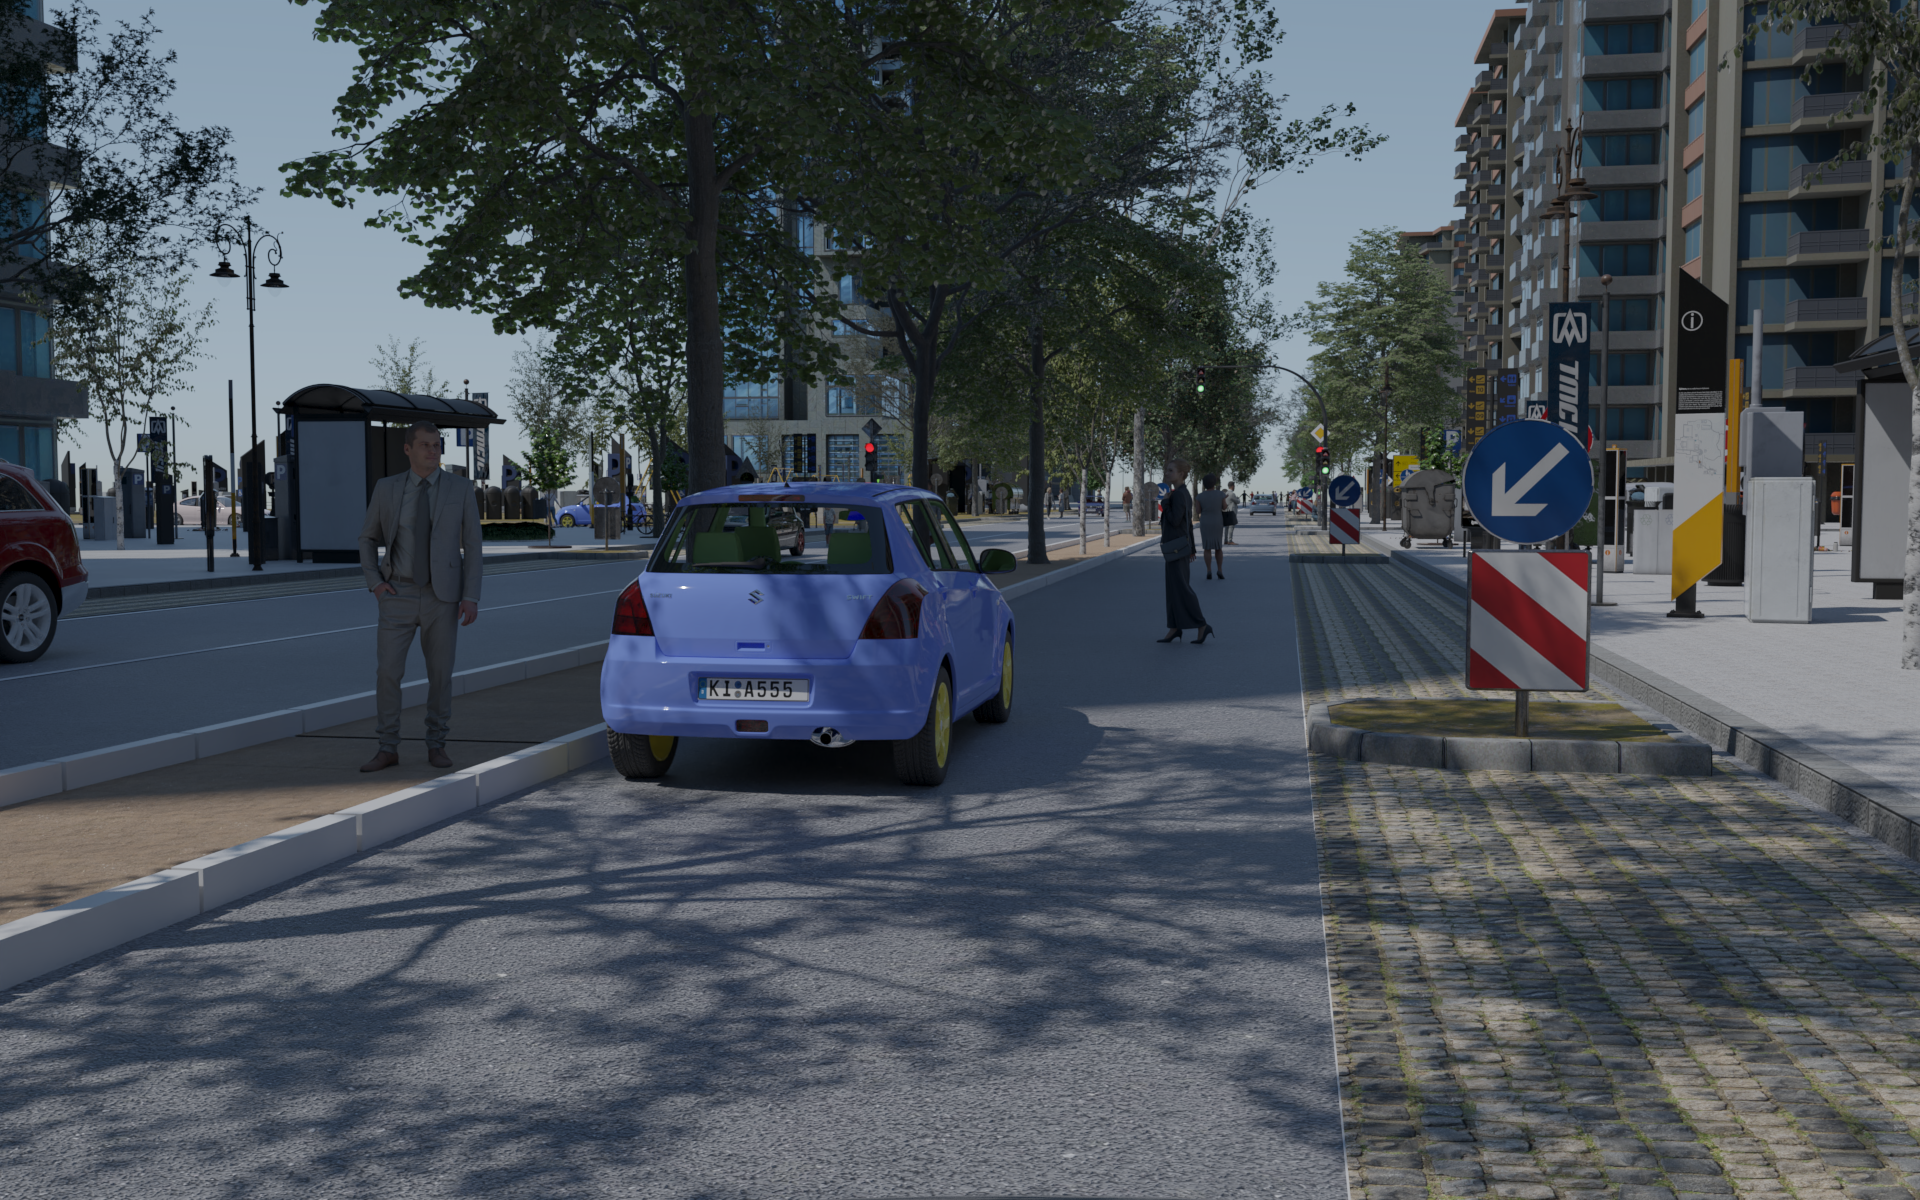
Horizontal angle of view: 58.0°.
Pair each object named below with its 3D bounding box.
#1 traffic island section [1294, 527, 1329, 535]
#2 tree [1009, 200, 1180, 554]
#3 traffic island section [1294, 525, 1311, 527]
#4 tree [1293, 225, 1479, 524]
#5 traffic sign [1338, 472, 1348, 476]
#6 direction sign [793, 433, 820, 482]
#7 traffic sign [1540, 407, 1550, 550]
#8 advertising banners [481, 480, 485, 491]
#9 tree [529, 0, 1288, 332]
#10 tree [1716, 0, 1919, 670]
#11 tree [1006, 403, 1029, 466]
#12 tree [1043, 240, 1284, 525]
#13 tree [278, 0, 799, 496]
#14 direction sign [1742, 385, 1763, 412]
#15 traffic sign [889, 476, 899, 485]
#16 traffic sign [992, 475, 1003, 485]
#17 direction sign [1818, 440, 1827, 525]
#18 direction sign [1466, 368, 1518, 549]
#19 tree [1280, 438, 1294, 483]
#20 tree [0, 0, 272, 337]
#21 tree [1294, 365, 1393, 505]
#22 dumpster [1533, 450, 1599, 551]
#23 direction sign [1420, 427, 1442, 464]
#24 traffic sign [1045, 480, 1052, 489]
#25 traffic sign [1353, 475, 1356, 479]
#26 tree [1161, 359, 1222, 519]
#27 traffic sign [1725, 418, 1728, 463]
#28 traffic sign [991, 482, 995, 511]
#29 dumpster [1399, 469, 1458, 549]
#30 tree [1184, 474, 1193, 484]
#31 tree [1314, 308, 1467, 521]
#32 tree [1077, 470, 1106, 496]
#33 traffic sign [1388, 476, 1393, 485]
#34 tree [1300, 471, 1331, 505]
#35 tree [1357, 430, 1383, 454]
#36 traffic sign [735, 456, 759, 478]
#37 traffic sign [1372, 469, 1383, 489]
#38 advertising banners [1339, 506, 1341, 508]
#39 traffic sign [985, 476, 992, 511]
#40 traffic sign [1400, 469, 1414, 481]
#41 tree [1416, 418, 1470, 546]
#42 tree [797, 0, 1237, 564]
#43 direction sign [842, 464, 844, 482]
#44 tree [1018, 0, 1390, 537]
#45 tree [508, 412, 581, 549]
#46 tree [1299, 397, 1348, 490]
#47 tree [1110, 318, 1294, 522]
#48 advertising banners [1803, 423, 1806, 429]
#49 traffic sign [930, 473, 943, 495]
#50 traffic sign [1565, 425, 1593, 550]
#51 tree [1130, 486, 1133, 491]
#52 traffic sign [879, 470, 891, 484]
[{"bbox_3d":[12.835,-2.366,60.963,2.009,0.180,2.903,1,4,11],"label":"traffic island section"},{"bbox_3d":[2.904,-5.383,40.830,4.737,8.622,4.395,0,3,0],"label":"tree"},{"bbox_3d":[14.298,-2.846,68.813,2.009,0.180,2.903,1,4,11],"label":"traffic island section"},{"bbox_3d":[18.163,-9.509,73.594,7.486,12.596,7.792,0,3,0],"label":"tree"},{"bbox_3d":[21.790,-6.010,98.375,0.768,2.556,0.104,1,4,12],"label":"traffic sign"},{"bbox_3d":[-5.788,-4.445,64.668,0.876,3.537,0.379,1,4,10],"label":"direction sign"},{"bbox_3d":[8.404,-1.512,24.718,0.884,2.594,0.081,1,4,12],"label":"traffic sign"},{"bbox_3d":[-41.897,-9.440,150.527,0.090,3.025,2.074,2,4,30],"label":"advertising banners"},{"bbox_3d":[-0.571,-6.862,25.023,12.009,13.543,11.850,0,3,0],"label":"tree"},{"bbox_3d":[7.217,-3.792,12.357,4.360,8.622,3.978,0,3,0],"label":"tree"},{"bbox_3d":[8.429,-13.539,138.362,9.611,12.733,9.660,0,3,0],"label":"tree"},{"bbox_3d":[9.040,-9.522,75.147,9.611,12.733,9.660,0,3,0],"label":"tree"},{"bbox_3d":[-2.196,-5.745,14.516,7.486,12.596,7.792,0,3,0],"label":"tree"},{"bbox_3d":[16.633,-2.720,36.465,0.379,3.537,0.876,0,4,0],"label":"direction sign"},{"bbox_3d":[-3.661,-5.731,95.830,0.606,2.300,0.079,1,4,11],"label":"traffic sign"},{"bbox_3d":[2.431,-6.884,112.666,0.768,2.556,0.104,1,4,14],"label":"traffic sign"},{"bbox_3d":[36.239,-4.945,72.854,0.379,3.537,0.876,0,4,8],"label":"direction sign"},{"bbox_3d":[9.591,-2.403,31.292,0.876,3.537,0.379,1,4,19],"label":"direction sign"},{"bbox_3d":[57.336,-22.707,289.393,7.486,12.596,7.792,0,3,0],"label":"tree"},{"bbox_3d":[-13.504,-5.390,22.541,8.767,10.594,7.601,-2,4,-33],"label":"tree"},{"bbox_3d":[29.570,-12.654,132.646,9.928,11.665,9.643,0,3,0],"label":"tree"},{"bbox_3d":[11.409,-1.829,32.402,1.502,2.255,1.985,1,4,10],"label":"dumpster"},{"bbox_3d":[16.002,-4.082,58.741,0.876,3.537,0.379,-1,4,-13],"label":"direction sign"},{"bbox_3d":[6.526,-7.751,128.853,0.606,2.300,0.079,1,4,12],"label":"traffic sign"},{"bbox_3d":[27.083,-7.294,119.254,0.884,2.594,0.081,1,4,16],"label":"traffic sign"},{"bbox_3d":[10.641,-7.911,82.168,4.360,8.622,3.978,0,3,0],"label":"tree"},{"bbox_3d":[12.621,-1.759,28.861,0.768,2.556,0.104,1,4,17],"label":"traffic sign"},{"bbox_3d":[2.514,-7.559,124.771,0.795,2.450,0.064,1,4,17],"label":"traffic sign"},{"bbox_3d":[11.078,-2.154,40.980,1.264,1.857,1.865,1,4,11],"label":"dumpster"},{"bbox_3d":[39.384,-22.474,301.858,7.601,10.594,8.767,0,4,-8],"label":"tree"},{"bbox_3d":[20.489,-9.057,82.496,7.601,10.594,8.767,0,3,0],"label":"tree"},{"bbox_3d":[12.131,-10.703,158.705,4.285,4.588,4.351,0,3,0],"label":"tree"},{"bbox_3d":[23.827,-5.858,96.960,0.795,2.450,0.064,1,4,15],"label":"traffic sign"},{"bbox_3d":[54.304,-17.454,269.078,4.285,4.588,4.351,0,3,0],"label":"tree"},{"bbox_3d":[32.086,-14.808,152.480,12.009,13.543,11.850,0,3,0],"label":"tree"},{"bbox_3d":[-7.221,-3.592,58.728,0.884,2.594,0.081,1,4,15],"label":"traffic sign"},{"bbox_3d":[21.393,-5.395,88.315,0.768,2.556,0.104,1,4,17],"label":"traffic sign"},{"bbox_3d":[23.436,-6.751,106.560,0.090,3.025,2.074,1,4,17],"label":"advertising banners"},{"bbox_3d":[1.918,-7.466,122.073,0.884,2.594,0.081,1,4,15],"label":"traffic sign"},{"bbox_3d":[22.769,-5.382,88.094,0.768,2.556,0.104,1,4,18],"label":"traffic sign"},{"bbox_3d":[11.891,-2.977,43.269,1.663,3.219,1.824,0,3,0],"label":"tree"},{"bbox_3d":[1.604,-6.976,34.646,7.486,12.596,7.792,0,3,0],"label":"tree"},{"bbox_3d":[-8.732,-8.405,129.419,0.379,3.537,0.876,-1,4,-8],"label":"direction sign"},{"bbox_3d":[7.024,-12.110,56.351,12.611,20.169,13.585,0,3,0],"label":"tree"},{"bbox_3d":[-9.841,-2.832,40.901,1.663,3.219,1.824,0,3,0],"label":"tree"},{"bbox_3d":[26.803,-10.749,126.103,4.360,8.622,3.978,0,3,0],"label":"tree"},{"bbox_3d":[12.192,-9.883,89.798,9.928,11.665,9.643,0,3,0],"label":"tree"},{"bbox_3d":[19.658,-2.836,42.552,2.074,3.025,0.090,0,4,8],"label":"advertising banners"},{"bbox_3d":[-1.456,-6.524,106.780,0.768,2.556,0.104,1,4,12],"label":"traffic sign"},{"bbox_3d":[9.889,-1.720,28.220,0.768,2.556,0.104,1,4,13],"label":"traffic sign"},{"bbox_3d":[21.238,-12.988,206.954,1.663,3.219,1.824,0,3,0],"label":"tree"},{"bbox_3d":[-4.205,-5.789,94.661,0.884,2.594,0.081,1,4,15],"label":"traffic sign"}]
